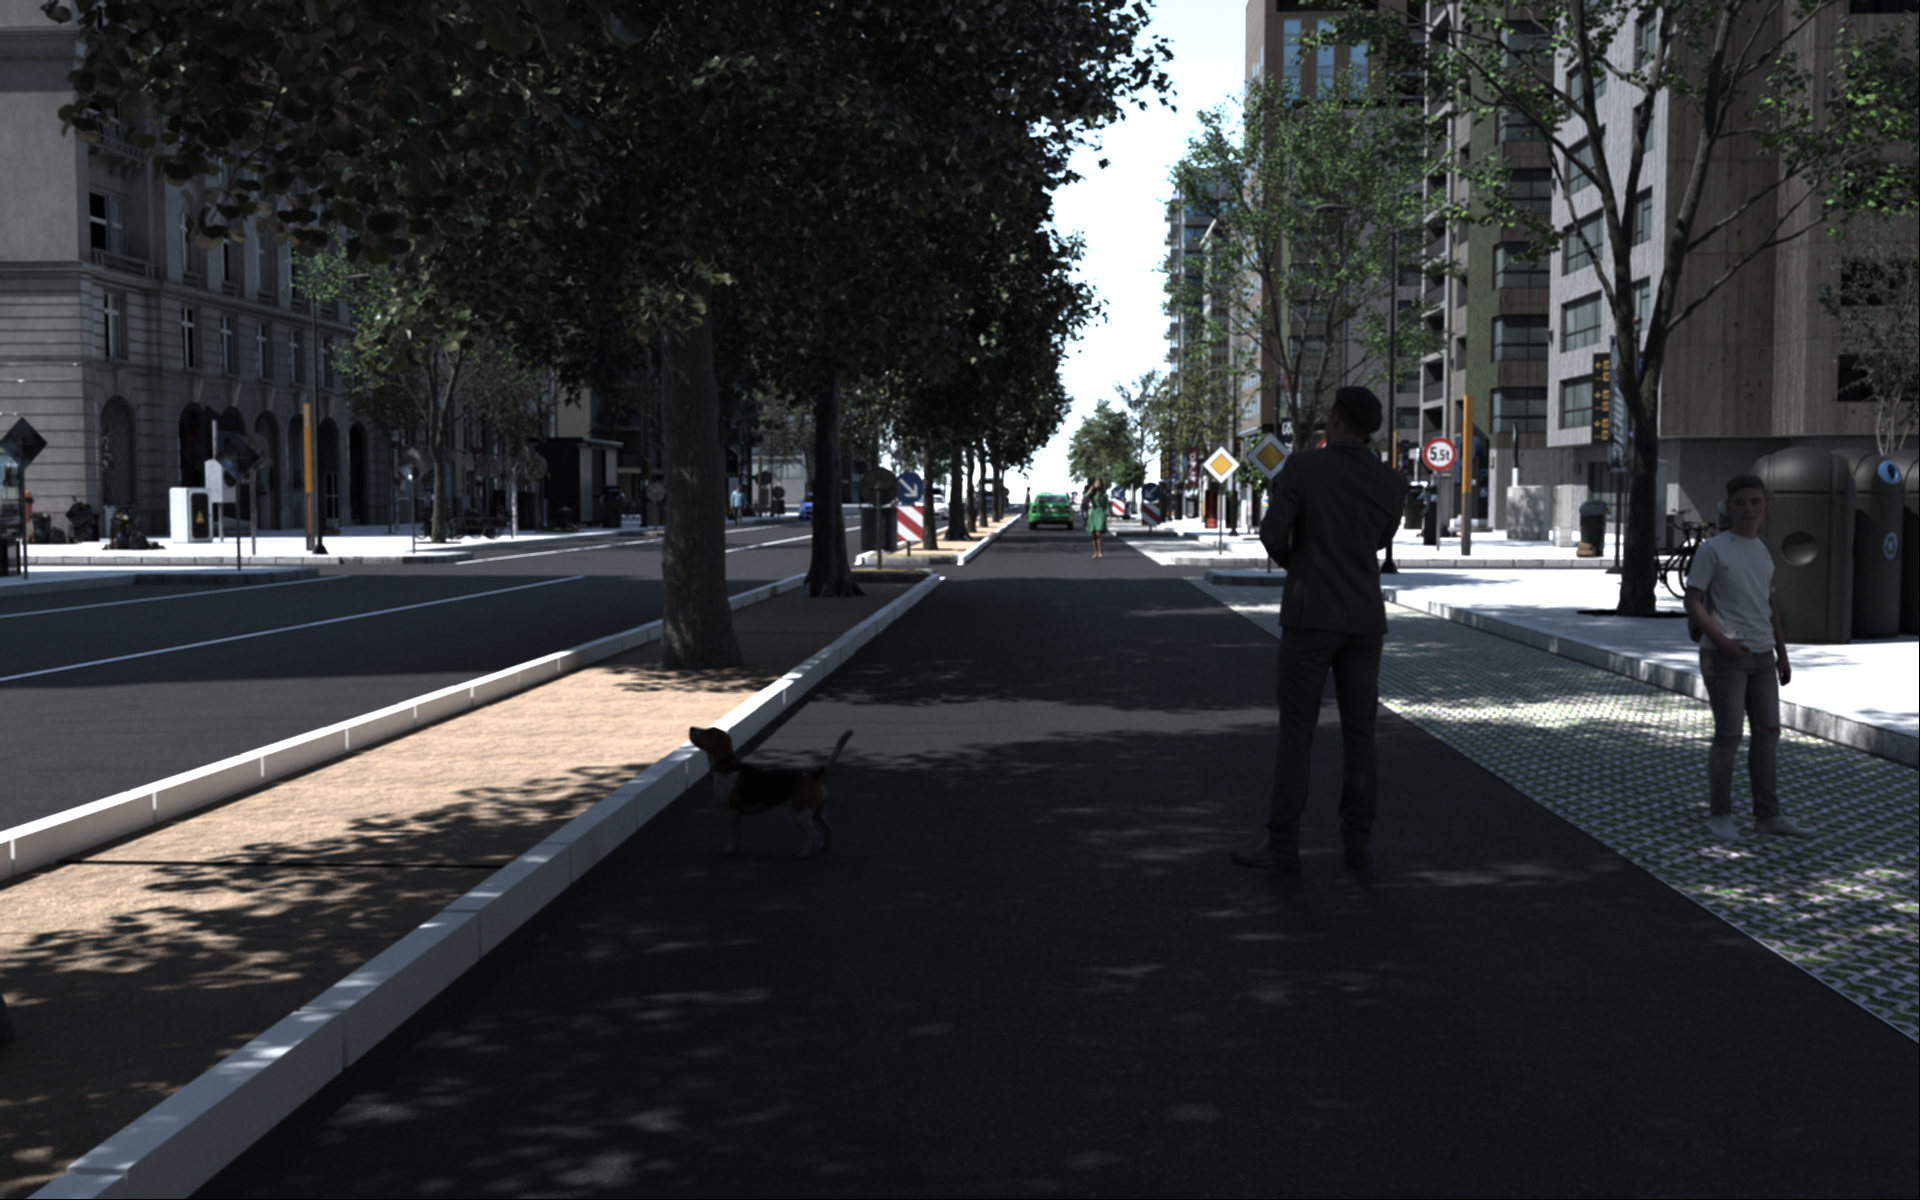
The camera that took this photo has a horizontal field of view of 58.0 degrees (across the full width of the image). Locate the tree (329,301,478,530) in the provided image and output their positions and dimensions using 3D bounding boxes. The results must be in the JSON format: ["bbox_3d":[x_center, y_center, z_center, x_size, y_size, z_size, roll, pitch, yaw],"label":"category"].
[{"bbox_3d":[-19.914,-6.762,60.922,4.737,8.622,4.395,0,3,0],"label":"tree"}]

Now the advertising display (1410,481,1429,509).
[{"bbox_3d":[22.072,-4.771,83.226,0.974,1.923,0.123,3,5,43],"label":"advertising display"}]

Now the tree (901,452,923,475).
[{"bbox_3d":[-5.931,-15.267,199.971,4.360,8.622,3.978,0,3,0],"label":"tree"}]

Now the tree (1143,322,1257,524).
[{"bbox_3d":[10.364,-7.544,73.706,4.737,8.622,4.395,0,3,0],"label":"tree"}]

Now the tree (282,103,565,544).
[{"bbox_3d":[-13.400,-7.255,44.371,9.928,11.665,9.643,0,3,0],"label":"tree"}]

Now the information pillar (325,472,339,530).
[{"bbox_3d":[-21.166,-3.296,58.385,0.304,2.012,0.304,1,4,12],"label":"information pillar"}]

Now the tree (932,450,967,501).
[{"bbox_3d":[-2.233,-21.278,266.017,7.486,12.596,7.792,0,3,0],"label":"tree"}]

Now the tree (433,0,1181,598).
[{"bbox_3d":[-1.836,-6.381,23.797,9.611,12.733,9.660,0,3,0],"label":"tree"}]

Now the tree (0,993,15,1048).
[{"bbox_3d":[-2.804,-5.798,3.908,9.857,13.997,8.962,0,3,0],"label":"tree"}]

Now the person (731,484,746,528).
[{"bbox_3d":[-9.319,-3.953,72.993,0.638,1.841,0.748,0,4,2],"label":"person"}]

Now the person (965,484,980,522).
[{"bbox_3d":[0.513,-3.892,71.980,0.661,1.843,0.795,-1,4,-8],"label":"person"}]

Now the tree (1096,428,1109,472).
[{"bbox_3d":[14.181,-12.344,152.194,4.737,8.622,4.395,0,3,0],"label":"tree"}]

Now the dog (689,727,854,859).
[{"bbox_3d":[-0.754,0.758,6.890,0.540,0.507,0.406,-2,4,-33],"label":"dog"}]

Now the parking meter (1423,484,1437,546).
[{"bbox_3d":[11.770,-2.130,43.234,0.372,1.533,0.369,0,3,0],"label":"parking meter"}]

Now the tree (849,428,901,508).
[{"bbox_3d":[-7.953,-12.303,151.514,4.360,8.622,3.978,0,3,0],"label":"tree"}]

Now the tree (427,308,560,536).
[{"bbox_3d":[-13.709,-6.251,52.561,4.360,8.622,3.978,0,3,0],"label":"tree"}]

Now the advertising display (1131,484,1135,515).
[{"bbox_3d":[10.669,-6.230,107.069,0.123,1.923,0.974,0,4,-1],"label":"advertising display"}]

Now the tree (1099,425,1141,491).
[{"bbox_3d":[15.690,-13.481,170.784,4.360,8.622,3.978,0,3,0],"label":"tree"}]

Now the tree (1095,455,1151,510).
[{"bbox_3d":[14.082,-9.724,142.706,4.285,4.588,4.351,0,3,0],"label":"tree"}]

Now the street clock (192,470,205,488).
[{"bbox_3d":[-22.574,-2.868,51.470,0.471,2.002,0.358,2,4,33],"label":"street clock"}]

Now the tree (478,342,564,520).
[{"bbox_3d":[-20.518,-7.867,78.994,4.737,8.622,4.395,0,3,0],"label":"tree"}]

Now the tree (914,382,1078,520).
[{"bbox_3d":[2.215,-9.697,95.409,8.767,10.594,7.601,0,4,3],"label":"tree"}]

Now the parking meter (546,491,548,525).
[{"bbox_3d":[-16.993,-3.887,71.966,0.372,1.533,0.369,0,3,0],"label":"parking meter"}]

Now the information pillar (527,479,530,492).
[{"bbox_3d":[-21.114,-4.939,85.236,0.304,2.012,0.304,-2,4,-35],"label":"information pillar"}]

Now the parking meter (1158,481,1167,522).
[{"bbox_3d":[9.148,-4.440,78.312,0.255,1.863,0.399,2,4,32],"label":"parking meter"}]

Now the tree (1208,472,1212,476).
[{"bbox_3d":[15.512,-6.904,107.484,1.663,3.219,1.824,0,3,0],"label":"tree"}]

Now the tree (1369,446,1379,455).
[{"bbox_3d":[14.670,-4.184,63.002,1.663,3.219,1.824,0,3,0],"label":"tree"}]

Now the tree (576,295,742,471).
[{"bbox_3d":[-12.822,-8.610,75.184,7.601,10.594,8.767,2,4,34],"label":"tree"}]

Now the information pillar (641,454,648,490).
[{"bbox_3d":[-18.587,-6.778,102.177,0.504,3.616,0.183,1,4,21],"label":"information pillar"}]

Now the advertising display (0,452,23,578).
[{"bbox_3d":[-14.849,-1.332,26.985,0.123,1.923,0.974,-1,4,-10],"label":"advertising display"}]

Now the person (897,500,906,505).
[{"bbox_3d":[-2.966,-4.859,88.212,0.793,1.790,0.793,1,4,23],"label":"person"}]

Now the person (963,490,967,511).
[{"bbox_3d":[0.569,-8.433,146.406,0.705,1.821,1.348,1,4,17],"label":"person"}]

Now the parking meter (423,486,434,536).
[{"bbox_3d":[-16.083,-2.702,52.581,0.372,1.533,0.369,0,3,0],"label":"parking meter"}]

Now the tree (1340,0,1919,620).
[{"bbox_3d":[7.056,-5.626,17.733,9.928,11.665,9.643,0,3,0],"label":"tree"}]

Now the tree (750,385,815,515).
[{"bbox_3d":[-10.963,-9.489,105.500,4.360,8.622,3.978,0,3,0],"label":"tree"}]

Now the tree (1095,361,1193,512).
[{"bbox_3d":[13.028,-11.389,120.630,7.601,10.594,8.767,-1,4,-22],"label":"tree"}]

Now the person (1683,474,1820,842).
[{"bbox_3d":[3.262,0.239,7.181,0.523,1.515,0.503,3,5,39],"label":"person"}]

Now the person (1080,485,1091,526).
[{"bbox_3d":[5.638,-4.246,77.935,0.555,1.821,0.388,3,5,42],"label":"person"}]

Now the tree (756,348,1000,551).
[{"bbox_3d":[-0.864,-7.064,43.704,9.928,11.665,9.643,0,3,0],"label":"tree"}]

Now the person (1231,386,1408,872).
[{"bbox_3d":[1.389,0.096,6.730,0.655,1.846,0.447,-1,4,-14],"label":"person"}]

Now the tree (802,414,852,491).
[{"bbox_3d":[-9.884,-10.883,128.292,4.737,8.622,4.395,0,3,0],"label":"tree"}]

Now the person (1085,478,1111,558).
[{"bbox_3d":[3.103,-1.838,38.799,0.600,1.795,0.529,1,4,9],"label":"person"}]

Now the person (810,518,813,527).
[{"bbox_3d":[-6.027,-4.004,74.357,0.834,1.777,0.661,0,4,8],"label":"person"}]

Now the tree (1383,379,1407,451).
[{"bbox_3d":[25.095,-9.559,106.657,4.360,8.622,3.978,0,3,0],"label":"tree"}]

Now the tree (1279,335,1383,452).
[{"bbox_3d":[16.919,-7.991,81.019,4.360,8.622,3.978,0,3,0],"label":"tree"}]

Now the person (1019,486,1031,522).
[{"bbox_3d":[3.428,-5.003,90.150,0.795,1.843,0.661,0,4,7],"label":"person"}]

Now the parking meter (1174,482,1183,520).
[{"bbox_3d":[10.707,-4.844,84.918,0.399,1.863,0.255,-2,4,-32],"label":"parking meter"}]

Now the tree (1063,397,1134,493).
[{"bbox_3d":[17.026,-17.408,202.747,7.486,12.596,7.792,0,3,0],"label":"tree"}]

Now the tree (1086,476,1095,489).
[{"bbox_3d":[18.279,-14.760,225.039,4.285,4.588,4.351,0,3,0],"label":"tree"}]

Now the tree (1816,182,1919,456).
[{"bbox_3d":[22.565,-5.574,41.489,4.360,8.622,3.978,0,3,0],"label":"tree"}]

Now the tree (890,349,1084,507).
[{"bbox_3d":[2.322,-11.785,105.512,12.009,13.543,11.850,0,3,0],"label":"tree"}]

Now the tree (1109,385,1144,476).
[{"bbox_3d":[11.921,-9.096,99.079,4.737,8.622,4.395,0,3,0],"label":"tree"}]

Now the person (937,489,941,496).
[{"bbox_3d":[-1.711,-8.113,141.225,0.705,1.814,1.350,0,4,-7],"label":"person"}]

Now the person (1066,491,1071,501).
[{"bbox_3d":[10.363,-9.604,166.083,0.434,1.755,0.990,3,4,37],"label":"person"}]

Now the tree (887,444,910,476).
[{"bbox_3d":[-5.267,-16.925,211.132,8.767,10.594,7.601,-3,5,-41],"label":"tree"}]

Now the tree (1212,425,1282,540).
[{"bbox_3d":[8.282,-3.296,48.495,1.663,3.219,1.824,0,3,0],"label":"tree"}]

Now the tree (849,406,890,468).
[{"bbox_3d":[-6.810,-16.732,183.930,12.009,13.543,11.850,0,3,0],"label":"tree"}]
